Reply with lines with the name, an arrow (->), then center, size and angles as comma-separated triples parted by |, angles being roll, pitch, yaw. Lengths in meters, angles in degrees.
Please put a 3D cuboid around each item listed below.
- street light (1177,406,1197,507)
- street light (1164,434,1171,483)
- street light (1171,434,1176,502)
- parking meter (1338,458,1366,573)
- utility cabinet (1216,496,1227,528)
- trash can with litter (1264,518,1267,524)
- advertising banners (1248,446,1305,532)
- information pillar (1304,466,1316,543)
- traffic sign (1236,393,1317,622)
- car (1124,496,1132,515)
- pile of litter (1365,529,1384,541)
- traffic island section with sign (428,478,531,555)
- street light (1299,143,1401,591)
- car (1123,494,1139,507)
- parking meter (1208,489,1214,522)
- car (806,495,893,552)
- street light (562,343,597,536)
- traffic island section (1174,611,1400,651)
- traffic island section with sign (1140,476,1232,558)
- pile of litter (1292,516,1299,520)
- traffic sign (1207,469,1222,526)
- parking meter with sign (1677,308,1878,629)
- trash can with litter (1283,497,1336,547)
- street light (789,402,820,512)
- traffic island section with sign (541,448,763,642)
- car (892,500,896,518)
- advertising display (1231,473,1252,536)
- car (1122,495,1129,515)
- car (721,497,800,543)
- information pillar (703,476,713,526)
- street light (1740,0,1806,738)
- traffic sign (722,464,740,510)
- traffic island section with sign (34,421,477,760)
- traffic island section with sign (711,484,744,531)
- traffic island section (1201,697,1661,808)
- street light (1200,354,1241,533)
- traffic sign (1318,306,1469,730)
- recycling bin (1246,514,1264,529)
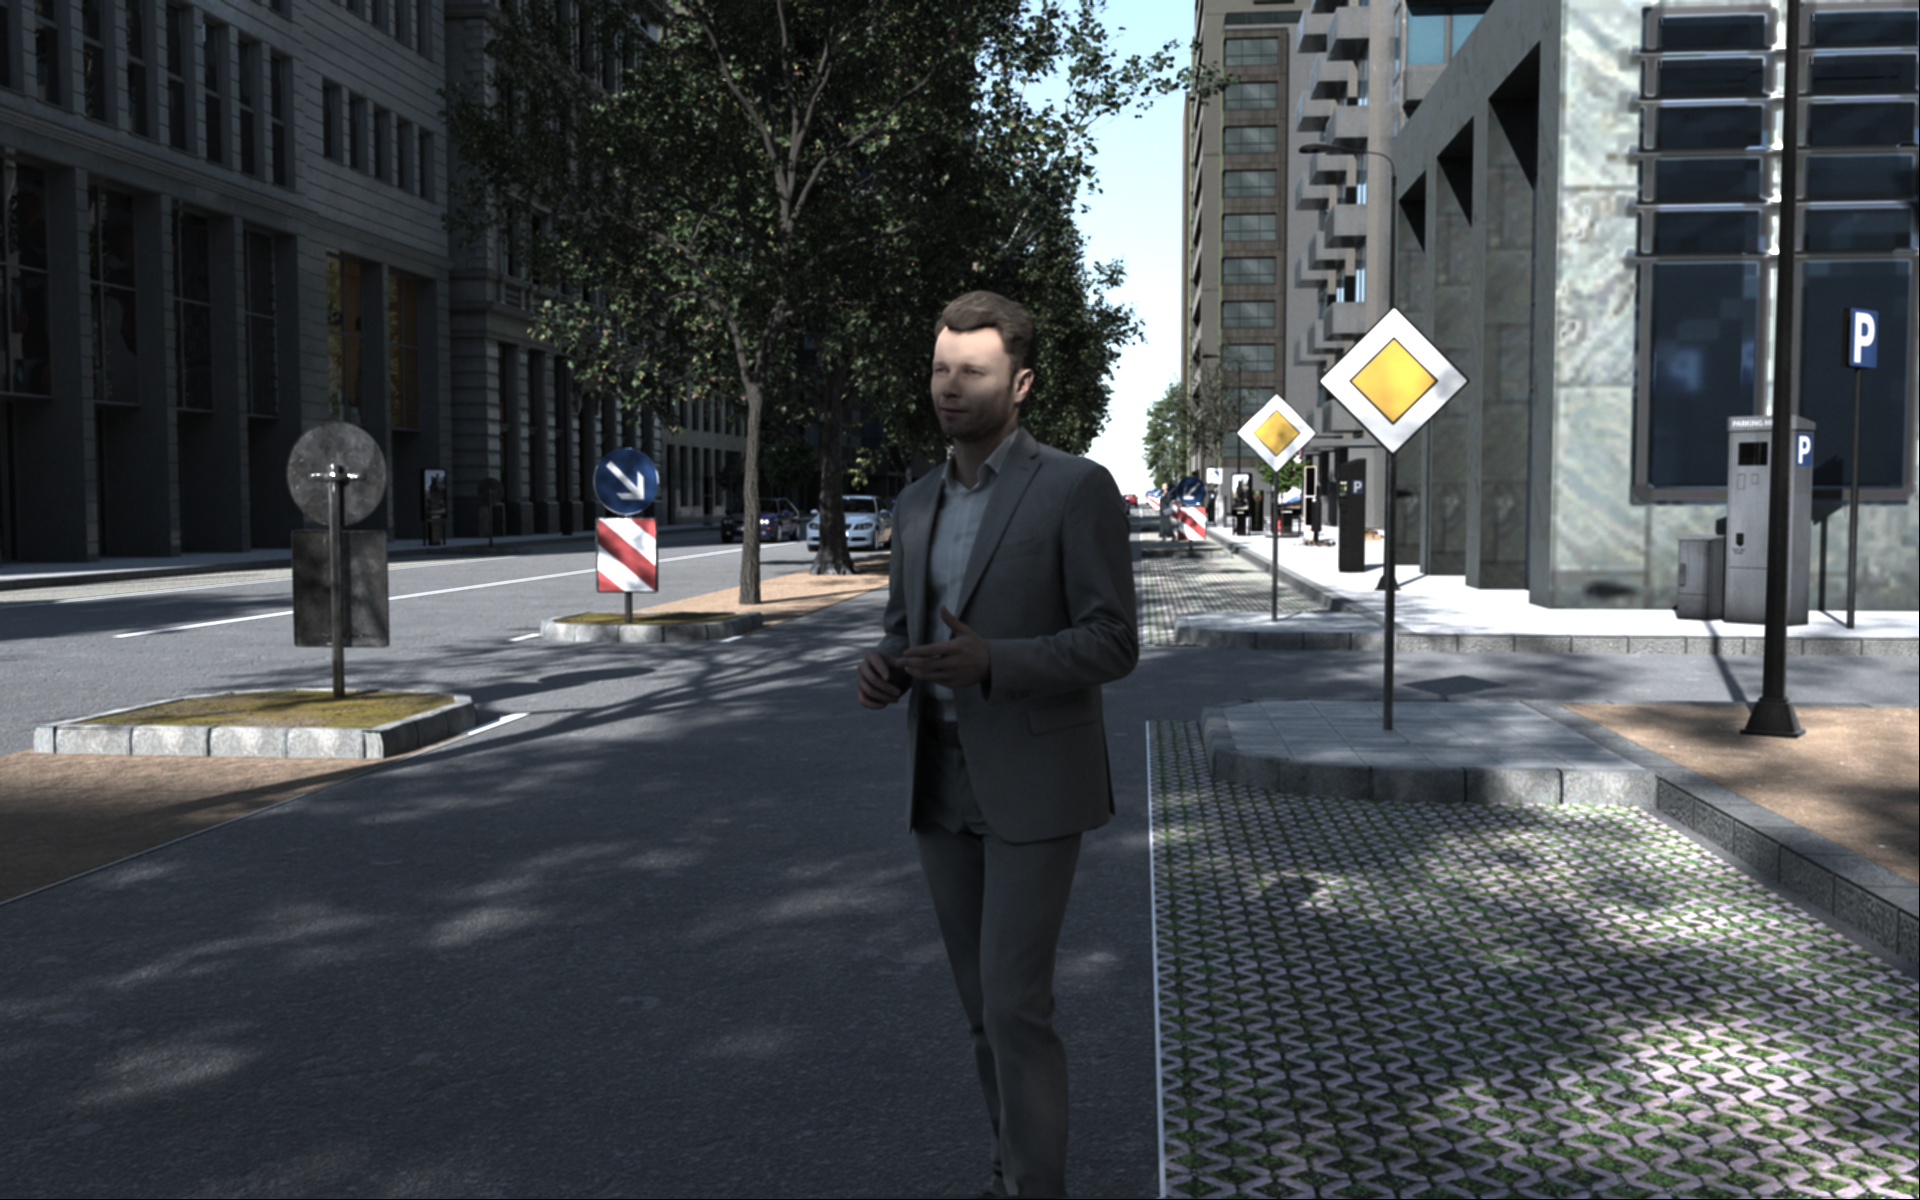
street light -> 12.348, -7.299, 91.873 | 1.470, 5.913, 1.316 | 0, 4, 6
street light -> 16.663, -9.841, 133.433 | 1.470, 5.913, 1.316 | 0, 4, 6
street light -> 12.916, -7.706, 98.542 | 1.470, 5.913, 1.316 | 0, 4, 6
parking meter -> 6.417, -1.386, 28.375 | 0.399, 1.863, 0.255 | -2, 4, -25
utility cabinet -> 10.031, -3.380, 66.420 | 0.306, 1.237, 1.020 | 1, 4, 15
trash can with litter -> 12.692, -3.826, 73.944 | 0.624, 1.170, 1.055 | -2, 4, -32
advertising banners -> 10.811, -3.844, 59.043 | 2.074, 3.025, 0.090 | -1, 4, -14
information pillar -> 9.227, -2.519, 45.671 | 0.304, 2.012, 0.304 | 1, 4, 9
traffic sign -> 3.152, -0.836, 17.311 | 0.795, 2.450, 0.064 | 0, 4, 6
car -> 10.989, -6.615, 120.731 | 1.945, 1.354, 3.894 | 0, 4, 5
pile of litter -> 11.286, -2.097, 48.245 | 1.176, 0.858, 1.719 | 3, 5, 40
traffic island section with sign -> -11.410, -2.009, 41.479 | 1.989, 1.847, 2.006 | 0, 4, 6
street light -> 5.182, -3.088, 23.038 | 1.470, 5.913, 1.316 | 0, 4, 6
car -> 19.085, -11.369, 194.925 | 2.155, 1.783, 4.494 | 0, 4, 5
parking meter -> 11.663, -4.392, 80.225 | 0.372, 1.533, 0.369 | 0, 3, 0
car -> -2.764, -1.998, 44.663 | 2.014, 1.417, 4.499 | 0, 4, 6
street light -> -11.660, -4.953, 53.525 | 1.470, 5.913, 1.316 | 0, 4, 6
traffic island section -> 3.176, 0.299, 17.386 | 2.009, 0.180, 2.903 | 0, 4, 6
traffic island section with sign -> 5.146, -1.887, 39.488 | 1.989, 1.847, 2.006 | 0, 4, 6
pile of litter -> 16.417, -4.503, 87.585 | 1.719, 0.858, 1.176 | 1, 4, 16
traffic sign -> 10.166, -4.100, 69.169 | 0.606, 2.300, 0.079 | 1, 4, 9
parking meter with sign -> 7.993, -1.274, 17.091 | 0.543, 3.016, 1.738 | -3, 4, -38
trash can with litter -> 8.774, -1.951, 42.964 | 1.678, 1.210, 2.233 | 0, 4, 5
street light -> -8.083, -7.047, 87.758 | 1.470, 5.913, 1.316 | 0, 4, 6
traffic island section with sign -> -3.219, -0.585, 17.706 | 2.006, 1.907, 1.989 | 0, 4, 6
car -> -2.583, -5.007, 91.448 | 1.945, 1.707, 3.694 | 0, 4, 5
advertising display -> 8.665, -2.940, 53.291 | 0.123, 1.923, 0.974 | -2, 4, -24
car -> 10.342, -6.381, 116.334 | 2.014, 1.417, 4.499 | 0, 4, 7
car -> -5.964, -2.408, 51.945 | 1.945, 1.354, 3.894 | 0, 4, 7
information pillar -> -10.239, -4.027, 70.339 | 0.304, 2.012, 0.304 | 1, 4, 13
street light -> 3.819, -2.240, 9.165 | 1.470, 5.913, 1.316 | 0, 4, 6
traffic sign -> -9.752, -4.503, 73.725 | 0.768, 2.556, 0.104 | 1, 4, 10
traffic island section with sign -> -3.993, -0.135, 10.339 | 2.006, 1.907, 1.989 | 0, 4, 6
traffic island section with sign -> -8.628, -3.649, 68.291 | 1.989, 1.847, 2.006 | 0, 4, 6
traffic island section -> 2.352, 0.785, 9.443 | 2.009, 0.180, 2.903 | 0, 4, 6
street light -> 8.745, -5.205, 57.642 | 1.470, 5.913, 1.316 | 0, 4, 6
traffic sign -> 2.328, -0.350, 9.369 | 0.795, 2.450, 0.064 | 0, 4, 6
recycling bin -> 10.869, -3.189, 64.693 | 0.722, 1.027, 0.722 | -2, 4, -28
